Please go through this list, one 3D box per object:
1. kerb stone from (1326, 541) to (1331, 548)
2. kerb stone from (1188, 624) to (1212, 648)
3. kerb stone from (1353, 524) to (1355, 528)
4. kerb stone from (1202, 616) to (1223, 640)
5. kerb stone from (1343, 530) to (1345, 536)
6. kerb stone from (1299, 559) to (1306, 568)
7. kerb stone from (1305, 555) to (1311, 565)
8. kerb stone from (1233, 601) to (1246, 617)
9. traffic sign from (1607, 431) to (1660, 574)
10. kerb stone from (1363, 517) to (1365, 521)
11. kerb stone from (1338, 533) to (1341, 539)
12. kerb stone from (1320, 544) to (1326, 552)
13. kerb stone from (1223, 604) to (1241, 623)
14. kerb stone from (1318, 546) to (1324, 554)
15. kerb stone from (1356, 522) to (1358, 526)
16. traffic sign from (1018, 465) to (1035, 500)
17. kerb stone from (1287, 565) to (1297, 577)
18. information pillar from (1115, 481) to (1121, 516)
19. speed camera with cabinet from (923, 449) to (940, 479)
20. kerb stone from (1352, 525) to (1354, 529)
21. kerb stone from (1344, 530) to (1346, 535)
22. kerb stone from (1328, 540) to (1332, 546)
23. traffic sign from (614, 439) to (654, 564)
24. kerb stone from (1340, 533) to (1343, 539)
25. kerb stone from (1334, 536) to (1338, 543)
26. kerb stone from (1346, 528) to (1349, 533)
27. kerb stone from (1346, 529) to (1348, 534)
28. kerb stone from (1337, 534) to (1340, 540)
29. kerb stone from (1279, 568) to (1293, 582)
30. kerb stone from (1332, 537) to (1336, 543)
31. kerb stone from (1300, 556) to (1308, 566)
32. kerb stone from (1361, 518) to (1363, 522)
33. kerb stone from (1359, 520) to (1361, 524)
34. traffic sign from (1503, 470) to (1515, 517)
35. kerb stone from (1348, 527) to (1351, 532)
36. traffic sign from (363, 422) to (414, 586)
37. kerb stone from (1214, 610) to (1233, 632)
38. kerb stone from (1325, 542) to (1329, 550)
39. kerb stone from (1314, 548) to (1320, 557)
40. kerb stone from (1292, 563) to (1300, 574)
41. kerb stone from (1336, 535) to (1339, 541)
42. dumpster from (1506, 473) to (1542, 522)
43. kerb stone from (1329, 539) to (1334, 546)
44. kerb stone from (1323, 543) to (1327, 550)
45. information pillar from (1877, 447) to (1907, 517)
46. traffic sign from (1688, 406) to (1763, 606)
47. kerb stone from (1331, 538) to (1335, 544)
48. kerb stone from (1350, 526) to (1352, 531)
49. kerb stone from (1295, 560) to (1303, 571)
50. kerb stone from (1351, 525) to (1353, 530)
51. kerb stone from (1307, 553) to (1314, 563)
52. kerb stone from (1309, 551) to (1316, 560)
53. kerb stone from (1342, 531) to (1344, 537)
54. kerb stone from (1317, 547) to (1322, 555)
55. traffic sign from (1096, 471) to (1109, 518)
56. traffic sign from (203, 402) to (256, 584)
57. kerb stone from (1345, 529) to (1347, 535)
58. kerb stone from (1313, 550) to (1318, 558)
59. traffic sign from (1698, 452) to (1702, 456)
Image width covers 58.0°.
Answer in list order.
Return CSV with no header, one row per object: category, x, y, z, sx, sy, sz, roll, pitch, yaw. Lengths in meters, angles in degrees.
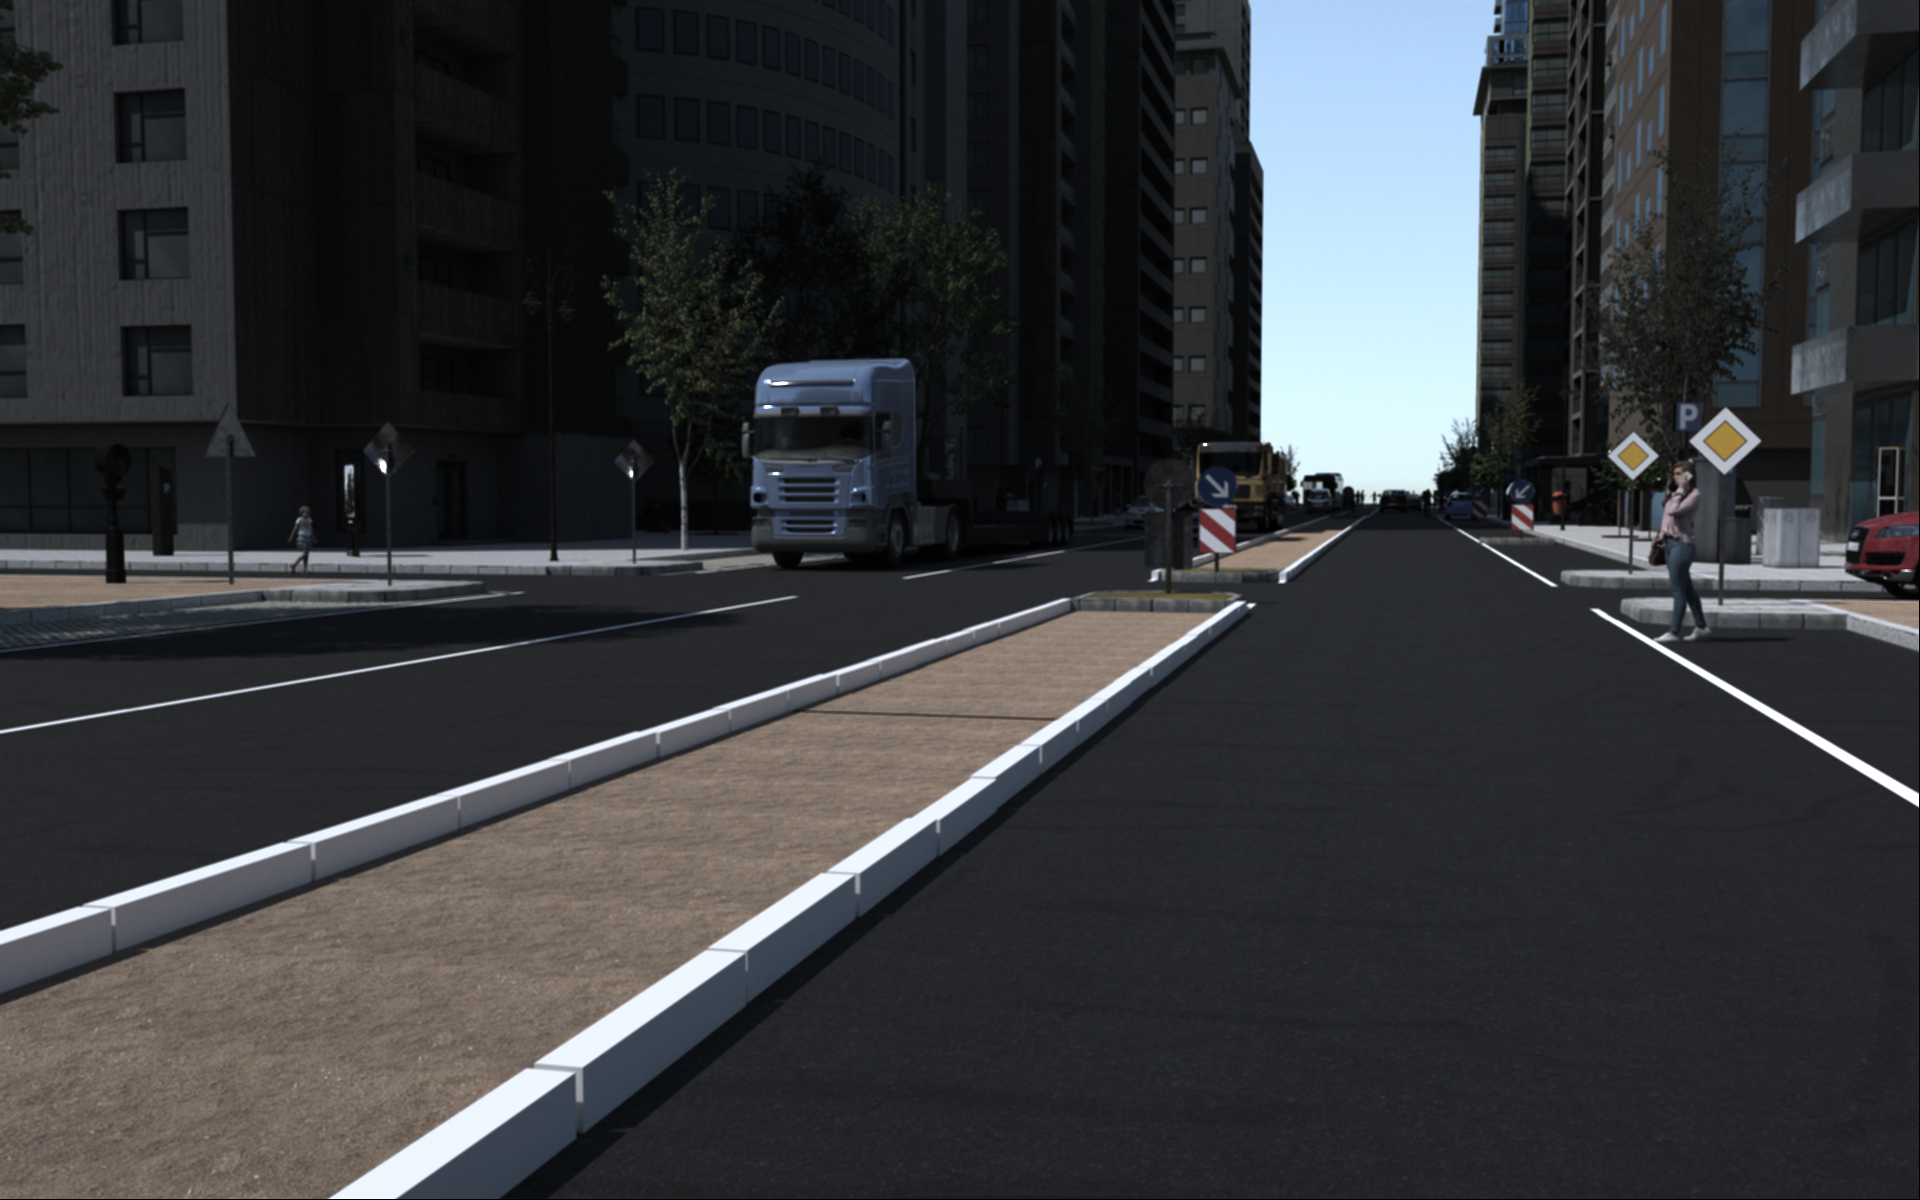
kerb stone,9.412,-1.373,44.645,0.120,0.150,1.000,1,4,14
kerb stone,2.236,0.360,16.303,0.120,0.150,1.000,1,4,14
kerb stone,15.451,-2.831,68.509,0.120,0.150,1.000,1,4,14
kerb stone,2.494,0.299,17.299,0.120,0.150,1.000,1,4,14
kerb stone,12.432,-2.103,56.575,0.120,0.150,1.000,1,4,14
kerb stone,6.398,-0.638,32.750,0.120,0.150,1.000,1,4,14
kerb stone,6.900,-0.767,34.731,0.120,0.150,1.000,1,4,14
kerb stone,3.250,0.120,20.278,0.120,0.150,1.000,1,4,14
traffic sign,10.715,-1.467,27.627,0.795,2.450,0.064,1,4,14
kerb stone,20.239,-3.988,87.398,0.120,0.150,1.000,1,4,14
kerb stone,11.421,-1.859,52.590,0.120,0.150,1.000,1,4,14
kerb stone,8.658,-1.191,41.670,0.120,0.150,1.000,1,4,14
kerb stone,2.994,0.178,19.286,0.120,0.150,1.000,1,4,14
kerb stone,8.408,-1.123,40.680,0.120,0.150,1.000,1,4,14
kerb stone,16.697,-3.136,73.473,0.120,0.150,1.000,1,4,14
traffic sign,2.879,-4.585,75.064,0.768,2.556,0.104,1,4,20
kerb stone,5.655,-0.463,29.770,0.120,0.150,1.000,1,4,14
information pillar,9.129,-5.855,100.215,0.304,2.012,0.304,0,4,3
speed camera with cabinet,-0.980,-4.919,74.761,0.660,3.252,2.038,-1,4,-22
kerb stone,14.947,-2.710,66.510,0.120,0.150,1.000,1,4,14
kerb stone,12.683,-2.162,57.566,0.120,0.150,1.000,1,4,14
kerb stone,9.659,-1.434,45.636,0.120,0.150,1.000,1,4,14
traffic sign,-5.999,-1.726,31.861,0.795,2.450,0.064,1,4,14
kerb stone,11.682,-1.920,53.585,0.120,0.150,1.000,1,4,14
kerb stone,10.670,-1.677,49.617,0.120,0.150,1.000,1,4,14
kerb stone,13.436,-2.346,60.558,0.120,0.150,1.000,1,4,14
kerb stone,13.185,-2.280,59.560,0.120,0.150,1.000,1,4,14
kerb stone,11.173,-1.796,51.598,0.120,0.150,1.000,1,4,14
kerb stone,5.393,-0.398,28.779,0.120,0.150,1.000,1,4,14
kerb stone,10.419,-1.616,48.623,0.120,0.150,1.000,1,4,14
kerb stone,6.648,-0.706,33.741,0.120,0.150,1.000,1,4,14
kerb stone,19.471,-3.803,84.411,0.120,0.150,1.000,1,4,14
kerb stone,17.966,-3.437,78.461,0.120,0.150,1.000,1,4,14
traffic sign,28.785,-5.532,90.558,0.768,2.556,0.104,1,4,20
kerb stone,13.942,-2.463,62.539,0.120,0.150,1.000,1,4,14
traffic sign,-7.958,-1.252,24.119,0.795,2.450,0.064,1,4,14
kerb stone,2.746,0.239,18.290,0.120,0.150,1.000,1,4,14
kerb stone,9.162,-1.312,43.651,0.120,0.150,1.000,1,4,14
kerb stone,7.908,-1.007,38.695,0.120,0.150,1.000,1,4,14
kerb stone,5.911,-0.524,30.760,0.120,0.150,1.000,1,4,14
kerb stone,10.919,-1.735,50.608,0.120,0.150,1.000,1,4,14
dumpster,26.484,-4.822,81.332,1.502,2.255,1.985,1,4,14
kerb stone,9.916,-1.494,46.628,0.120,0.150,1.000,1,4,14
kerb stone,8.905,-1.252,42.662,0.120,0.150,1.000,1,4,14
information pillar,14.620,-1.389,27.203,0.304,2.012,0.304,-3,5,-40
traffic sign,8.757,-0.993,19.885,0.795,2.450,0.064,1,4,14
kerb stone,10.164,-1.555,47.625,0.120,0.150,1.000,1,4,14
kerb stone,14.447,-2.587,64.519,0.120,0.150,1.000,1,4,14
kerb stone,6.157,-0.585,31.752,0.120,0.150,1.000,1,4,14
kerb stone,14.695,-2.649,65.511,0.120,0.150,1.000,1,4,14
kerb stone,7.156,-0.827,35.720,0.120,0.150,1.000,1,4,14
kerb stone,7.414,-0.885,36.711,0.120,0.150,1.000,1,4,14
kerb stone,12.179,-2.041,55.584,0.120,0.150,1.000,1,4,14
kerb stone,8.162,-1.069,39.688,0.120,0.150,1.000,1,4,14
traffic sign,7.720,-5.739,93.943,0.768,2.556,0.104,1,4,23
traffic sign,-10.356,-1.501,24.544,0.884,2.594,0.081,1,4,17
kerb stone,12.940,-2.223,58.566,0.120,0.150,1.000,1,4,14
kerb stone,7.652,-0.949,37.705,0.120,0.150,1.000,1,4,14
traffic sign,14.583,-2.032,33.322,0.768,2.556,0.104,1,4,21
